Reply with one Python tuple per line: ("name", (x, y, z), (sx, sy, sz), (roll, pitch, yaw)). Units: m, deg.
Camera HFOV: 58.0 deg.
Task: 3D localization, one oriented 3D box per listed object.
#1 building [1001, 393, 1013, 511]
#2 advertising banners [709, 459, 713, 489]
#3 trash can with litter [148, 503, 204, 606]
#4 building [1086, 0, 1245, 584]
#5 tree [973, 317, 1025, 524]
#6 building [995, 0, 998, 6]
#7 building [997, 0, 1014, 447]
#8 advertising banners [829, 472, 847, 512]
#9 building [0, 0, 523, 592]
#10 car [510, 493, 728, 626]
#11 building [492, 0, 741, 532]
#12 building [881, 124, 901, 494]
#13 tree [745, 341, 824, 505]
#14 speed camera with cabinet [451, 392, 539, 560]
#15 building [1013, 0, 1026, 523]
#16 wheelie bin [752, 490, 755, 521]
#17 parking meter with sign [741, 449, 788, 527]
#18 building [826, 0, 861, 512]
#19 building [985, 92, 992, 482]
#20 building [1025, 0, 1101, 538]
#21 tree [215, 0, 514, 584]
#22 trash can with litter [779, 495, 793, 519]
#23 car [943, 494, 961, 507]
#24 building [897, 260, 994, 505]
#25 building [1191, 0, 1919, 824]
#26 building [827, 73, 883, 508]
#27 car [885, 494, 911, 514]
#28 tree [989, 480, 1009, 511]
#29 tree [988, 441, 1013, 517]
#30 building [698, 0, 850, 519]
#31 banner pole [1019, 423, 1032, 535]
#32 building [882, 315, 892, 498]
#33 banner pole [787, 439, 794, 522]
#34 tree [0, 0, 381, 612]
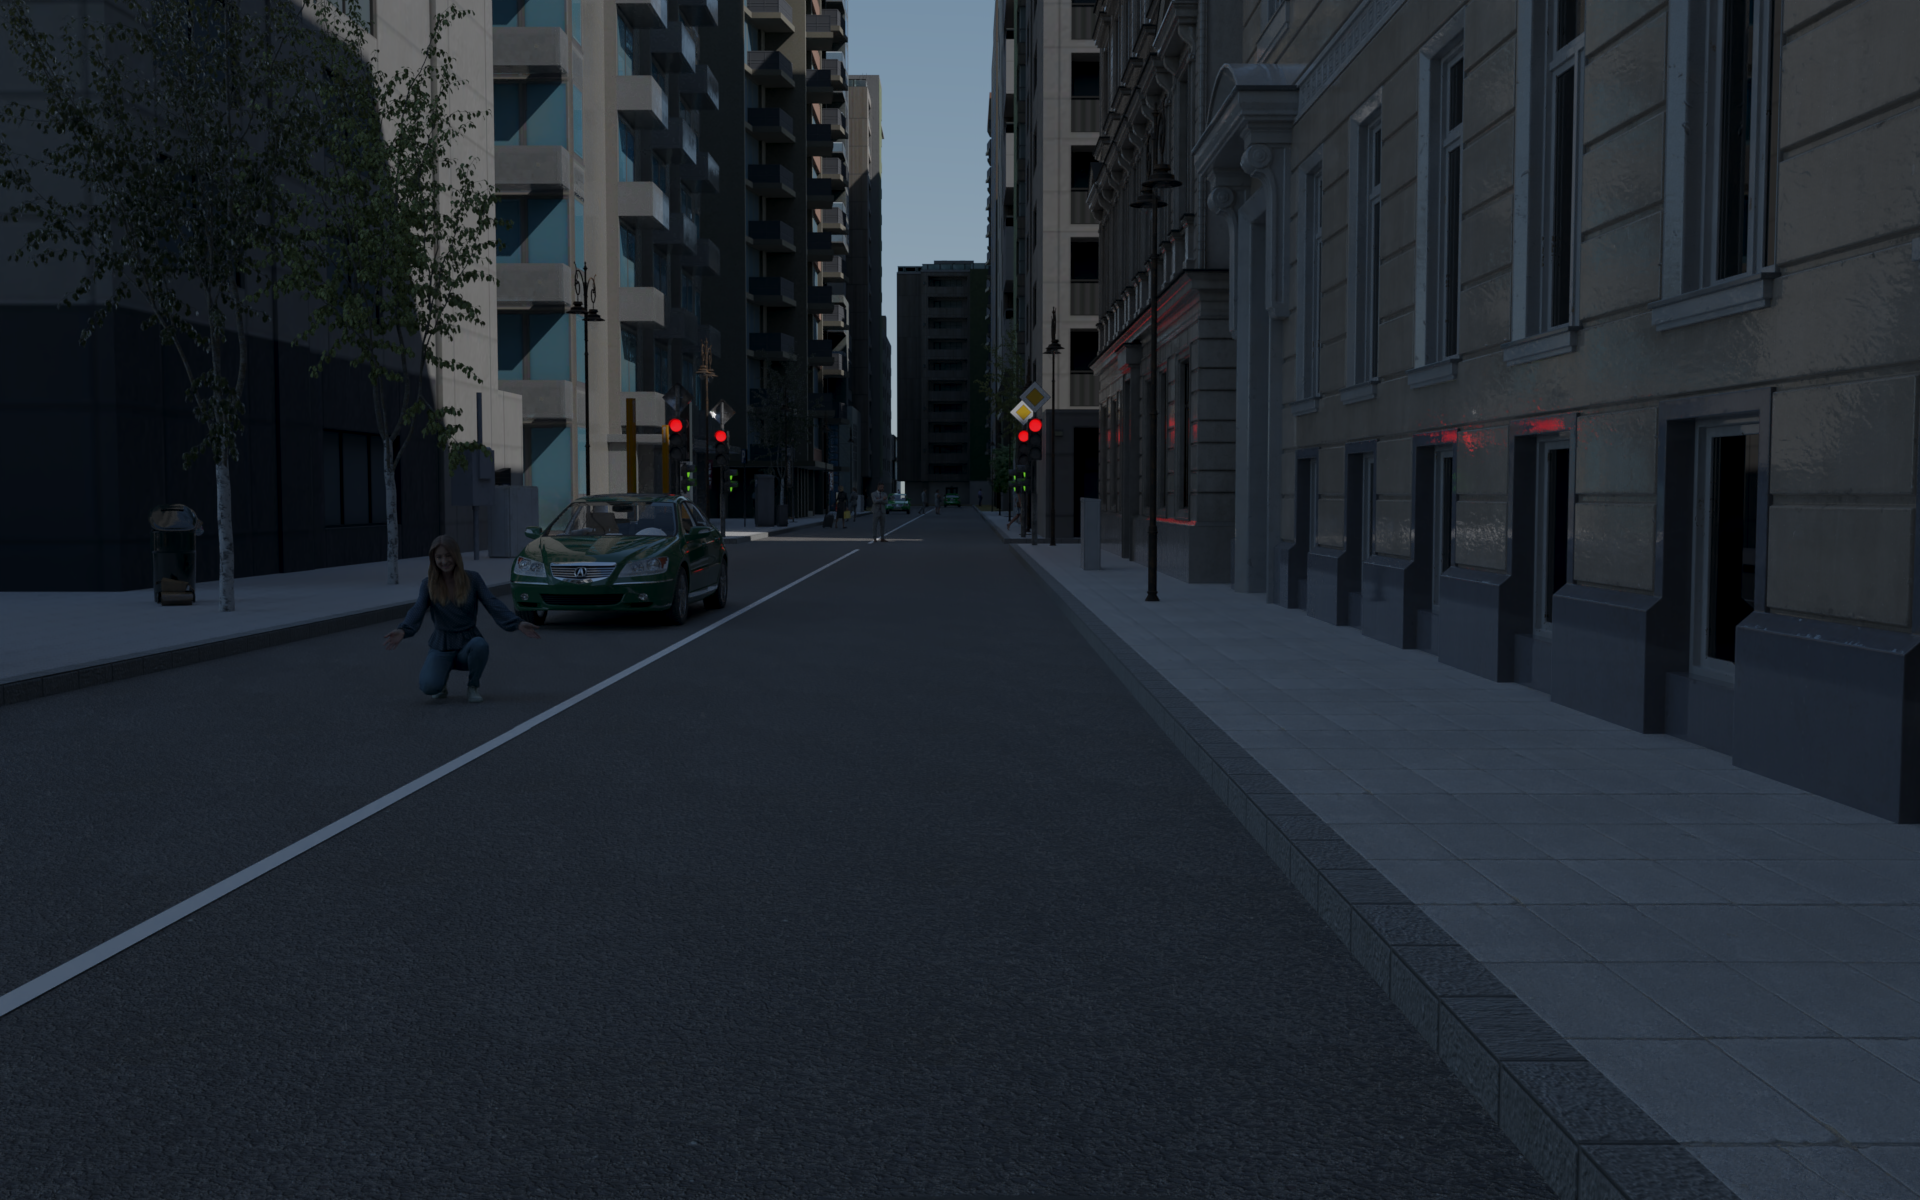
("building", (10.289, -22.407, 138.057), (14.160, 30.474, 14.107), (0, 3, 0))
("advertising banners", (-13.260, -5.596, 87.680), (2.074, 3.025, 0.090), (2, 4, 34))
("trash can with litter", (-9.129, -0.543, 20.268), (0.624, 1.170, 1.055), (-2, 4, -29))
("building", (7.992, -10.314, 33.267), (10.561, 19.102, 19.286), (0, 3, 0))
("tree", (2.768, -7.509, 73.142), (4.737, 8.622, 4.395), (0, 3, 0))
("building", (9.899, -30.680, 151.732), (14.600, 45.320, 14.200), (0, 3, 0))
("building", (16.102, -31.964, 111.844), (28.713, 52.752, 27.495), (0, 3, 0))
("advertising banners", (-8.747, -7.808, 123.843), (0.090, 3.025, 2.074), (-3, 5, -41))
("building", (-21.157, -36.238, 30.749), (20.611, 71.187, 20.563), (0, 3, 0))
("car", (-3.891, -0.525, 20.388), (2.131, 1.459, 4.920), (0, 4, 1))
("building", (-21.319, -27.227, 64.763), (23.786, 49.044, 30.456), (0, 3, 0))
("building", (-21.913, -38.801, 223.631), (27.495, 52.752, 28.713), (0, 3, 0))
("tree", (-8.638, -8.175, 84.015), (4.360, 8.622, 3.978), (0, 3, 0))
("speed camera with cabinet", (-9.247, -2.455, 34.473), (0.660, 3.252, 2.038), (2, 4, 24))
("building", (9.547, -24.419, 82.851), (14.154, 41.232, 14.086), (0, 3, 0))
("wheelie bin", (-8.348, -3.975, 72.897), (0.693, 1.594, 0.980), (1, 4, 22))
("parking meter with sign", (-7.619, -4.368, 67.678), (1.738, 3.016, 0.543), (-2, 4, -24))
("building", (-19.025, -50.609, 140.132), (22.319, 86.520, 31.000), (0, 3, 0))
("building", (13.889, -32.586, 187.411), (22.147, 44.769, 28.867), (0, 3, 0))
("building", (12.791, -37.908, 58.053), (20.611, 71.187, 20.563), (0, 3, 0))
("tree", (-8.073, -4.513, 24.155), (4.737, 8.622, 4.395), (0, 3, 0))
("trash can with litter", (-9.254, -4.696, 87.842), (2.233, 1.210, 1.678), (1, 4, 14))
("car", (-0.854, -10.903, 187.056), (1.959, 1.807, 4.718), (0, 4, -1))
("building", (-0.905, -27.242, 217.102), (14.107, 30.474, 14.160), (0, 3, 0))
("building", (9.874, -13.883, 12.893), (13.634, 28.700, 20.117), (0, 3, 0))
("building", (-14.689, -29.389, 164.110), (14.154, 41.232, 14.086), (0, 3, 0))
("car", (-4.458, -7.056, 124.169), (1.959, 1.807, 4.718), (0, 4, -1))
("tree", (3.247, -8.282, 130.018), (1.663, 3.219, 1.824), (0, 3, 0))
("tree", (3.250, -6.924, 96.919), (4.285, 4.588, 4.351), (0, 3, 0))
("building", (-18.145, -27.392, 102.482), (22.147, 44.769, 28.867), (0, 3, 0))
("banner pole", (2.012, -3.914, 54.019), (0.401, 3.779, 0.863), (1, 4, 8))
("building", (-22.446, -21.006, 188.493), (28.899, 21.520, 27.650), (0, 3, 0))
("banner pole", (-7.657, -5.404, 78.377), (0.401, 3.779, 0.863), (1, 4, 21))
("tree", (-8.203, -4.170, 18.550), (4.360, 8.622, 3.978), (0, 3, 0))
